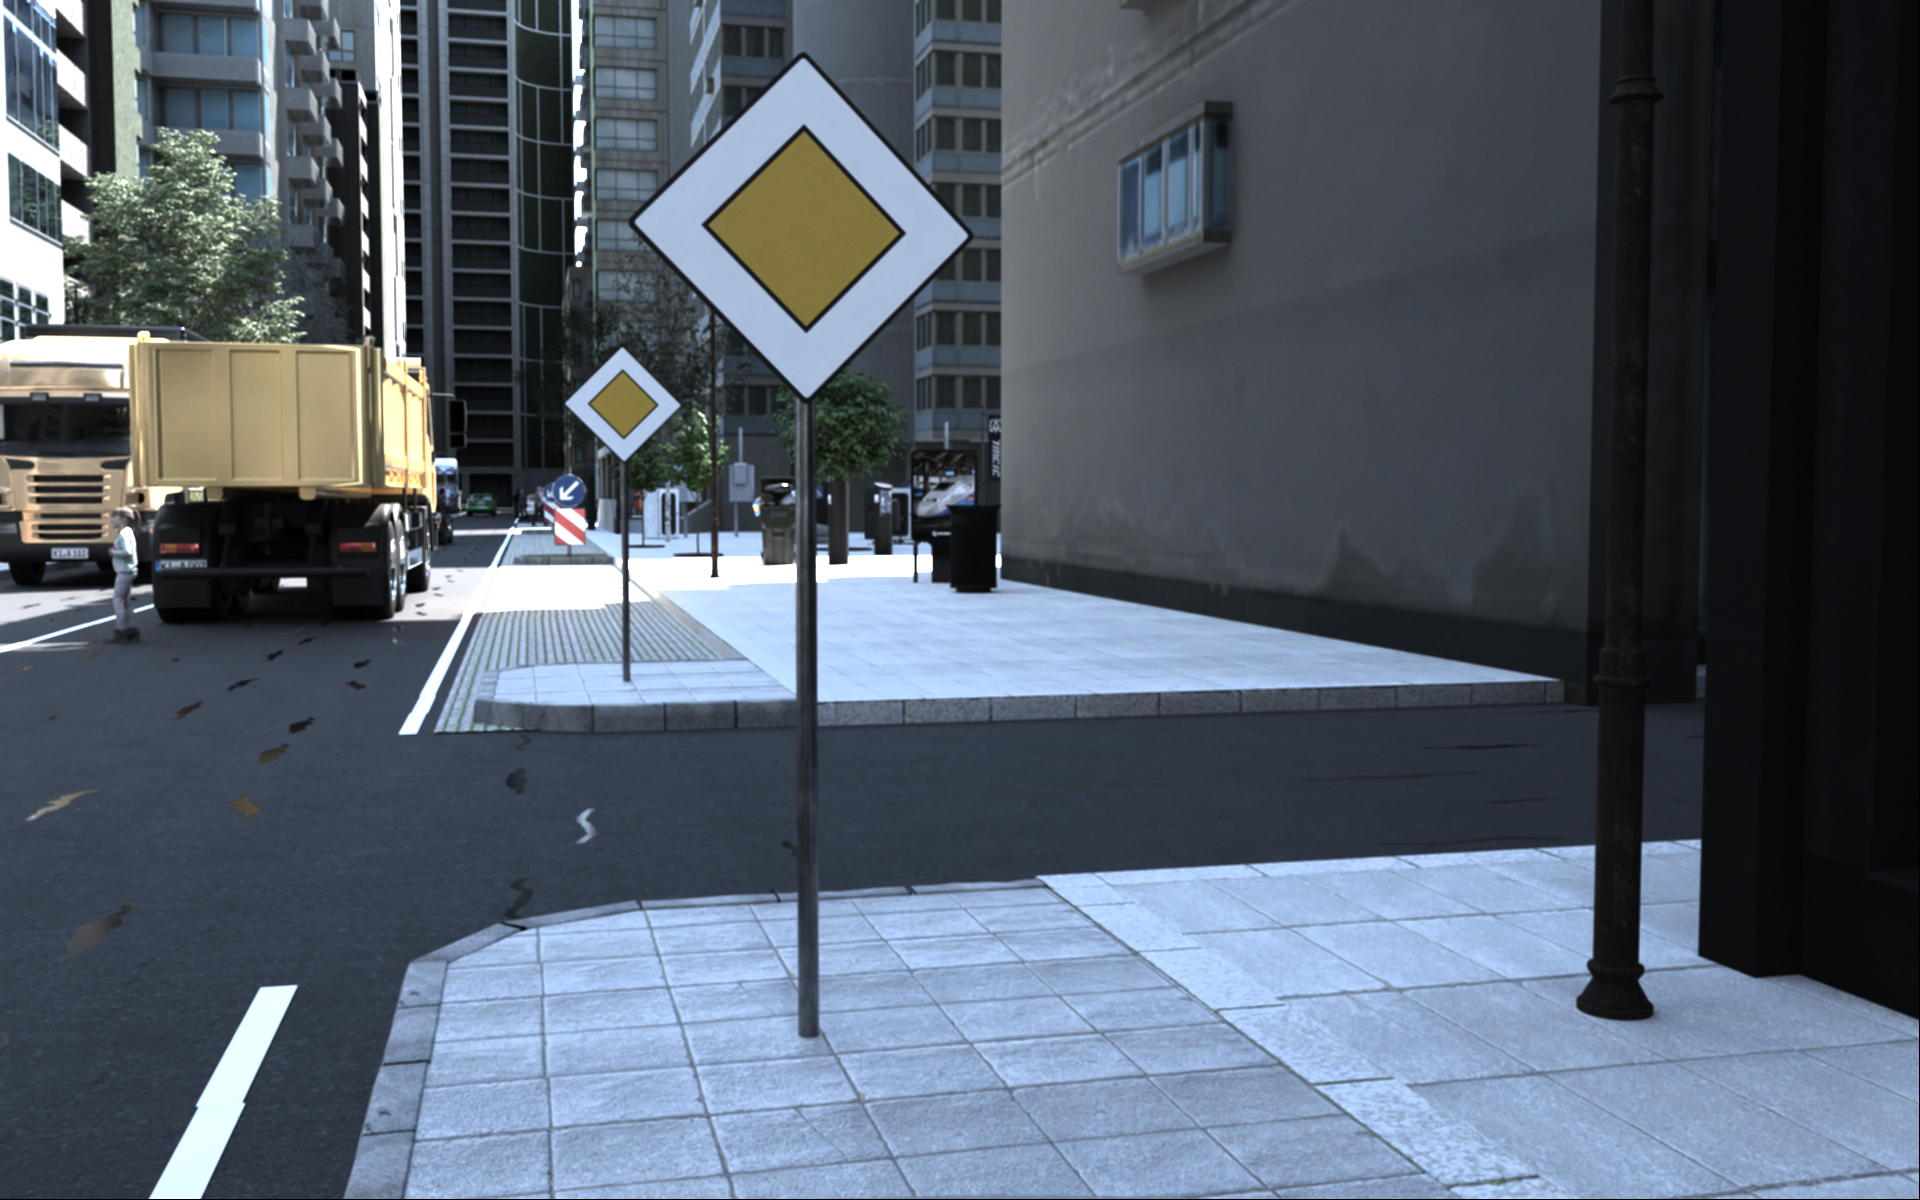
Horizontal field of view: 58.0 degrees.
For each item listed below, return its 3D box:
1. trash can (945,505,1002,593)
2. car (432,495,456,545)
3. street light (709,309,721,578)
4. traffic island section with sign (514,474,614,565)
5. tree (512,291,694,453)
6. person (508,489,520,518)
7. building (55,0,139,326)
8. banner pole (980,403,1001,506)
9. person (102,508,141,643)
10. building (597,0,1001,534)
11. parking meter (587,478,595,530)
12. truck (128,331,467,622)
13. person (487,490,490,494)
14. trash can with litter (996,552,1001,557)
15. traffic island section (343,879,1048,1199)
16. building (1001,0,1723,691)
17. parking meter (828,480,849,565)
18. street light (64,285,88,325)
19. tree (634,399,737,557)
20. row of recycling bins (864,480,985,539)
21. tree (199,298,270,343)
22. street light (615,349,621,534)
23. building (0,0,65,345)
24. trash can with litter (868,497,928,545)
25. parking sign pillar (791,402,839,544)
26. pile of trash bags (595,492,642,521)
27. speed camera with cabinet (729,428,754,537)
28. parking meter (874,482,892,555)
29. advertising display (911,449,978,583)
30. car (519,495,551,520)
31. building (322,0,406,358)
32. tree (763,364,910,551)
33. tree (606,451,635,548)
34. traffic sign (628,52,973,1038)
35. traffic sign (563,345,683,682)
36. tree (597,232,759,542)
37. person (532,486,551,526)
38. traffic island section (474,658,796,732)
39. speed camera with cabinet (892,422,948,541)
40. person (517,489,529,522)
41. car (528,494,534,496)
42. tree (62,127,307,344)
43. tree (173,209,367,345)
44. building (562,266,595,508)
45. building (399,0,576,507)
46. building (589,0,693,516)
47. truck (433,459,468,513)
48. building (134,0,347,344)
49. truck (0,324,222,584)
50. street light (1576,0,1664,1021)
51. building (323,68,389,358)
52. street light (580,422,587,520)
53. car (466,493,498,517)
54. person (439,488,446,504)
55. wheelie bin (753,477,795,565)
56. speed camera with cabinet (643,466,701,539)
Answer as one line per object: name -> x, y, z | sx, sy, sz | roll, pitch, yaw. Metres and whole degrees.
trash can -> 0.178, -0.673, 22.654 | 0.748, 1.137, 0.748 | 0, 3, 0
car -> -15.521, -2.440, 49.681 | 2.009, 1.686, 4.222 | -1, 4, -13
street light -> -3.741, -3.271, 26.264 | 0.468, 5.910, 1.993 | -1, 4, -14
traffic island section with sign -> -8.189, -1.659, 35.758 | 1.989, 1.847, 2.006 | -1, 4, -14
tree -> -15.980, -8.844, 79.007 | 8.767, 10.594, 7.601 | -1, 4, -17
person -> -26.447, -5.734, 103.066 | 1.217, 1.723, 0.721 | 3, 4, 36
building -> -37.113, -17.594, 59.360 | 14.160, 30.474, 14.107 | -1, 4, -14
banner pole -> 0.849, -3.547, 48.016 | 0.863, 3.779, 0.401 | -1, 4, -15
person -> -8.098, -0.241, 16.725 | 0.394, 1.301, 0.425 | -3, 5, -40
building -> 2.628, -22.885, 66.046 | 32.217, 40.220, 23.993 | -1, 4, -14
parking meter -> -13.209, -3.443, 61.997 | 0.255, 1.863, 0.399 | -1, 4, -18
truck -> -8.573, -1.667, 23.174 | 3.469, 3.379, 9.791 | -1, 4, -13
person -> -36.103, -7.528, 132.305 | 0.721, 1.735, 1.217 | 2, 4, 26
trash can with litter -> 1.139, -1.515, 35.823 | 1.678, 1.210, 2.233 | 1, 4, 14
traffic island section -> -0.341, 1.110, 4.128 | 2.009, 0.180, 2.903 | -1, 4, -14
building -> 11.851, -24.424, 23.030 | 21.600, 48.544, 21.300 | -1, 4, -14
parking meter -> -2.206, -1.406, 31.406 | 0.372, 1.533, 0.369 | 0, 3, 0
street light -> -19.584, -4.021, 38.538 | 0.468, 5.910, 1.993 | -1, 4, -14
tree -> -5.532, -2.507, 35.592 | 1.663, 3.219, 1.824 | 0, 3, 0
row of recycling bins -> -1.022, -2.604, 49.681 | 3.534, 1.692, 1.069 | -1, 4, -20
tree -> -26.917, -6.875, 62.773 | 4.360, 8.622, 3.978 | 0, 3, 0
street light -> -10.962, -5.050, 55.357 | 0.468, 5.910, 1.993 | -1, 4, -14
building -> -88.168, -50.201, 133.460 | 31.000, 86.520, 22.319 | -1, 4, -14
trash can with litter -> -1.361, -2.021, 44.095 | 2.233, 1.210, 1.678 | -1, 4, -13
parking sign pillar -> -3.721, -3.450, 44.875 | 1.447, 3.967, 1.447 | 0, 4, -3
pile of trash bags -> -16.130, -4.454, 82.575 | 1.912, 1.369, 3.447 | 2, 4, 25
speed camera with cabinet -> -5.832, -3.511, 51.737 | 2.038, 3.252, 0.660 | 0, 4, 2
parking meter -> -1.615, -1.714, 36.436 | 0.372, 1.533, 0.369 | 0, 3, 0
advertising display -> -0.223, -1.211, 25.017 | 0.974, 1.923, 0.123 | 1, 4, 9
car -> -23.616, -5.180, 97.059 | 2.083, 1.381, 4.827 | -1, 4, -16
building -> -59.075, -33.605, 138.674 | 27.495, 52.752, 28.713 | -1, 4, -14
tree -> -2.822, -3.423, 39.684 | 4.285, 4.588, 4.351 | 0, 3, 0
tree -> -7.545, -2.885, 41.763 | 1.663, 3.219, 1.824 | 0, 3, 0
traffic sign -> -0.362, -0.025, 4.045 | 0.795, 2.450, 0.064 | -1, 4, -14
traffic sign -> -2.285, -0.499, 11.796 | 0.795, 2.450, 0.064 | -1, 4, -14
tree -> -7.595, -5.860, 46.166 | 4.360, 8.622, 3.978 | 0, 3, 0
person -> -18.665, -4.170, 77.072 | 0.834, 1.777, 0.661 | 0, 4, 3
traffic island section -> -2.264, 0.636, 11.879 | 2.009, 0.180, 2.903 | -1, 4, -14
speed camera with cabinet -> -1.086, -3.261, 47.646 | 2.038, 3.252, 0.660 | 1, 4, 23
person -> -22.756, -4.939, 90.172 | 0.541, 1.710, 0.530 | 3, 5, 43
car -> -37.323, -8.691, 152.316 | 2.015, 1.641, 3.980 | -1, 4, -14
tree -> -24.112, -8.298, 53.802 | 7.486, 12.596, 7.792 | 0, 3, 0
tree -> -30.225, -10.106, 75.607 | 12.009, 13.543, 11.850 | 0, 3, 0
building -> -19.630, -18.569, 148.642 | 27.650, 21.520, 28.899 | -1, 4, -14
building -> -48.957, -44.922, 172.732 | 20.611, 71.187, 20.563 | -1, 4, -14
building -> -13.118, -25.157, 94.906 | 14.154, 41.232, 14.086 | -1, 4, -14
truck -> -40.556, -9.000, 136.913 | 2.967, 4.110, 18.799 | -1, 4, -12
building -> -46.044, -29.000, 93.756 | 23.786, 49.044, 30.456 | -1, 4, -14
truck -> -14.710, -2.575, 31.017 | 2.839, 4.237, 11.283 | -1, 4, -14
street light -> 1.628, -1.917, 4.128 | 0.468, 5.910, 1.993 | -1, 4, -14
building -> -46.589, -21.125, 117.100 | 14.160, 30.474, 14.107 | -1, 4, -14
street light -> -18.335, -6.854, 84.850 | 0.468, 5.910, 1.993 | -1, 4, -14
car -> -30.978, -6.321, 112.151 | 1.959, 1.807, 4.718 | -1, 4, -13
person -> -27.420, -5.068, 92.087 | 0.721, 1.735, 1.217 | -1, 4, -14
wheelie bin -> -3.264, -1.438, 31.425 | 0.980, 1.594, 0.693 | 0, 4, -6
speed camera with cabinet -> -8.285, -3.401, 49.936 | 0.660, 3.252, 2.038 | 2, 4, 28
